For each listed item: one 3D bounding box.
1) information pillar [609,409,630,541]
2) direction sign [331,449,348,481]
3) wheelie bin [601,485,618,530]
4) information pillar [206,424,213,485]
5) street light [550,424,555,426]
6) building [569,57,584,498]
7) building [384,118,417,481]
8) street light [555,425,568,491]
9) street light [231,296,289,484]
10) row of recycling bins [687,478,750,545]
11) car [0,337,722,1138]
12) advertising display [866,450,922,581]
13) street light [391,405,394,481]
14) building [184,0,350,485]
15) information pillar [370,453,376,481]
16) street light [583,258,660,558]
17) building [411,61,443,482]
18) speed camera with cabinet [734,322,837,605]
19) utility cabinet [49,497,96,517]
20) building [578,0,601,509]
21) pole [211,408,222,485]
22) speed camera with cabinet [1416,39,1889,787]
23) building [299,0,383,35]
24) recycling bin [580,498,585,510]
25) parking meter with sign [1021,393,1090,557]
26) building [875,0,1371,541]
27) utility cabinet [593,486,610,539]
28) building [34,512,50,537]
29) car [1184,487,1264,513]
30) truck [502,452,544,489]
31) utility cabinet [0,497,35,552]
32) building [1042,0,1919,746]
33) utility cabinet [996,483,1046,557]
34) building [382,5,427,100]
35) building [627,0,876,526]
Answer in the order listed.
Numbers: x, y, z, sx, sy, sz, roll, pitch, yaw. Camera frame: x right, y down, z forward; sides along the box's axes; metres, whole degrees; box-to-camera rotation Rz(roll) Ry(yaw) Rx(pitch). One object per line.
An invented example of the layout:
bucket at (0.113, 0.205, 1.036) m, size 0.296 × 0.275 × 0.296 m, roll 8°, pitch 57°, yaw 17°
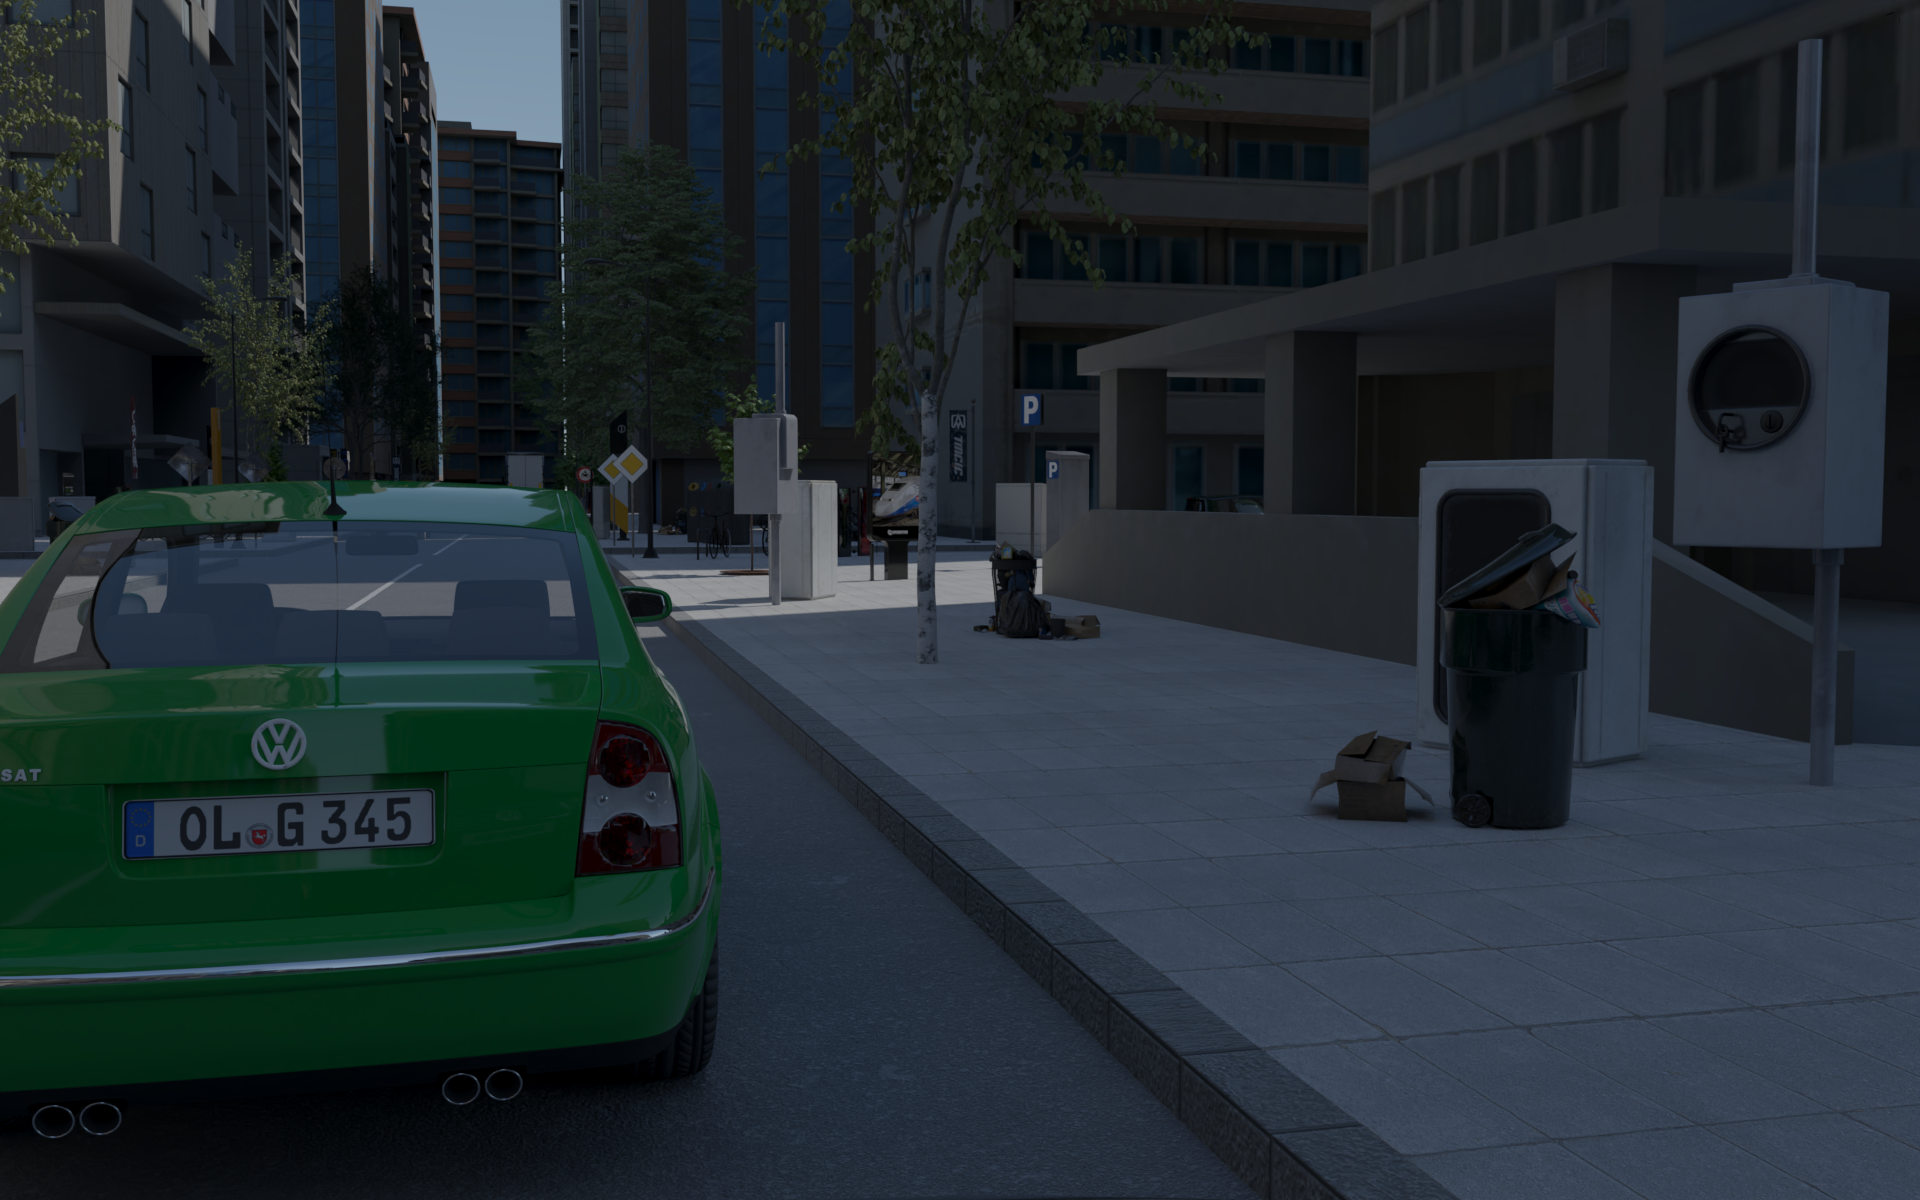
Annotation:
information pillar at (-9.355, -3.438, 47.568) m, size 0.504 × 3.616 × 0.183 m, roll -1°, pitch 4°, yaw -15°
direction sign at (-30.891, -5.761, 86.191) m, size 0.876 × 3.537 × 0.379 m, roll 0°, pitch 4°, yaw 5°
wheelie bin at (-12.589, -3.296, 61.798) m, size 0.980 × 1.594 × 0.693 m, roll 1°, pitch 4°, yaw 22°
information pillar at (-25.276, -4.110, 58.555) m, size 0.183 × 3.616 × 0.504 m, roll 0°, pitch 4°, yaw 5°
street light at (-26.777, -8.753, 115.656) m, size 1.470 × 5.913 × 1.316 m, roll -1°, pitch 4°, yaw -14°
building at (-30.157, -29.592, 167.424) m, size 14.154 × 41.232 × 14.086 m, roll -1°, pitch 4°, yaw -14°
building at (-49.388, -22.026, 131.827) m, size 14.160 × 30.474 × 14.107 m, roll -1°, pitch 4°, yaw -14°
street light at (-15.209, -5.889, 68.818) m, size 1.470 × 5.913 × 1.316 m, roll -1°, pitch 4°, yaw -14°
street light at (-16.444, -4.166, 40.661) m, size 1.470 × 5.913 × 1.316 m, roll -1°, pitch 4°, yaw -14°
row of recycling bins at (-6.237, -2.307, 44.829) m, size 1.069 × 1.692 × 3.534 m, roll -2°, pitch 4°, yaw -23°
car at (-1.824, 0.209, 5.386) m, size 1.959 × 1.807 × 4.718 m, roll -1°, pitch 4°, yaw -14°
advertising display at (-0.957, -1.266, 25.909) m, size 0.974 × 1.923 × 0.123 m, roll -2°, pitch 4°, yaw -35°
street light at (-28.087, -7.024, 87.391) m, size 1.470 × 5.913 × 1.316 m, roll -1°, pitch 4°, yaw -14°
building at (-44.039, -39.935, 91.188) m, size 20.563 × 71.187 × 20.611 m, roll -1°, pitch 4°, yaw -14°
information pillar at (-33.666, -6.606, 99.364) m, size 0.183 × 3.616 × 0.504 m, roll -3°, pitch 5°, yaw -44°
street light at (-6.729, -3.784, 34.417) m, size 1.470 × 5.913 × 1.316 m, roll -1°, pitch 4°, yaw -14°
building at (-60.340, -32.113, 175.163) m, size 14.200 × 45.320 × 14.600 m, roll -1°, pitch 4°, yaw -14°
speed camera with cabinet at (-2.074, -1.616, 20.765) m, size 0.660 × 3.252 × 2.038 m, roll 1°, pitch 4°, yaw 15°
utility cabinet at (-21.812, -1.922, 42.583) m, size 0.306 × 1.237 × 1.020 m, roll 2°, pitch 4°, yaw 33°
building at (-21.571, -37.020, 147.274) m, size 21.231 × 58.520 × 28.212 m, roll -1°, pitch 4°, yaw -14°
pole at (-17.586, -2.885, 41.013) m, size 0.158 × 3.312 × 0.155 m, roll 0°, pitch 3°, yaw 0°
speed camera with cabinet at (3.143, -0.841, 8.087) m, size 0.660 × 3.252 × 2.038 m, roll -3°, pitch 4°, yaw -38°
building at (-46.750, -28.585, 117.471) m, size 14.600 × 45.320 × 14.200 m, roll -1°, pitch 4°, yaw -14°
recycling bin at (-22.911, -5.581, 103.804) m, size 0.722 × 1.027 × 0.722 m, roll 0°, pitch 4°, yaw 6°
parking meter with sign at (1.933, -2.108, 30.720) m, size 1.738 × 3.016 × 0.543 m, roll -3°, pitch 4°, yaw -36°
building at (8.243, -26.612, 58.802) m, size 21.600 × 48.544 × 21.300 m, roll -1°, pitch 4°, yaw -14°
utility cabinet at (-10.233, -2.496, 49.494) m, size 0.318 × 1.500 × 1.173 m, roll 0°, pitch 4°, yaw -3°
building at (-40.930, -28.725, 58.899) m, size 28.713 × 52.752 × 27.495 m, roll -1°, pitch 4°, yaw -14°
car at (7.379, -2.058, 43.440) m, size 4.222 × 1.686 × 2.009 m, roll -1°, pitch 4°, yaw -12°
truck at (-30.614, -8.108, 121.476) m, size 2.839 × 4.237 × 11.283 m, roll -1°, pitch 4°, yaw -15°
utility cabinet at (-21.331, -1.691, 38.813) m, size 1.020 × 1.237 × 0.306 m, roll -2°, pitch 4°, yaw -24°
building at (18.359, -19.958, 18.188) m, size 32.217 × 40.220 × 23.993 m, roll -1°, pitch 4°, yaw -14°
utility cabinet at (1.285, -1.630, 35.324) m, size 1.173 × 1.500 × 0.318 m, roll 3°, pitch 5°, yaw 40°
building at (-58.480, -30.425, 152.069) m, size 22.147 × 44.769 × 28.867 m, roll -1°, pitch 4°, yaw -14°
building at (-7.087, -26.013, 75.424) m, size 14.600 × 45.320 × 14.200 m, roll -1°, pitch 4°, yaw -14°
